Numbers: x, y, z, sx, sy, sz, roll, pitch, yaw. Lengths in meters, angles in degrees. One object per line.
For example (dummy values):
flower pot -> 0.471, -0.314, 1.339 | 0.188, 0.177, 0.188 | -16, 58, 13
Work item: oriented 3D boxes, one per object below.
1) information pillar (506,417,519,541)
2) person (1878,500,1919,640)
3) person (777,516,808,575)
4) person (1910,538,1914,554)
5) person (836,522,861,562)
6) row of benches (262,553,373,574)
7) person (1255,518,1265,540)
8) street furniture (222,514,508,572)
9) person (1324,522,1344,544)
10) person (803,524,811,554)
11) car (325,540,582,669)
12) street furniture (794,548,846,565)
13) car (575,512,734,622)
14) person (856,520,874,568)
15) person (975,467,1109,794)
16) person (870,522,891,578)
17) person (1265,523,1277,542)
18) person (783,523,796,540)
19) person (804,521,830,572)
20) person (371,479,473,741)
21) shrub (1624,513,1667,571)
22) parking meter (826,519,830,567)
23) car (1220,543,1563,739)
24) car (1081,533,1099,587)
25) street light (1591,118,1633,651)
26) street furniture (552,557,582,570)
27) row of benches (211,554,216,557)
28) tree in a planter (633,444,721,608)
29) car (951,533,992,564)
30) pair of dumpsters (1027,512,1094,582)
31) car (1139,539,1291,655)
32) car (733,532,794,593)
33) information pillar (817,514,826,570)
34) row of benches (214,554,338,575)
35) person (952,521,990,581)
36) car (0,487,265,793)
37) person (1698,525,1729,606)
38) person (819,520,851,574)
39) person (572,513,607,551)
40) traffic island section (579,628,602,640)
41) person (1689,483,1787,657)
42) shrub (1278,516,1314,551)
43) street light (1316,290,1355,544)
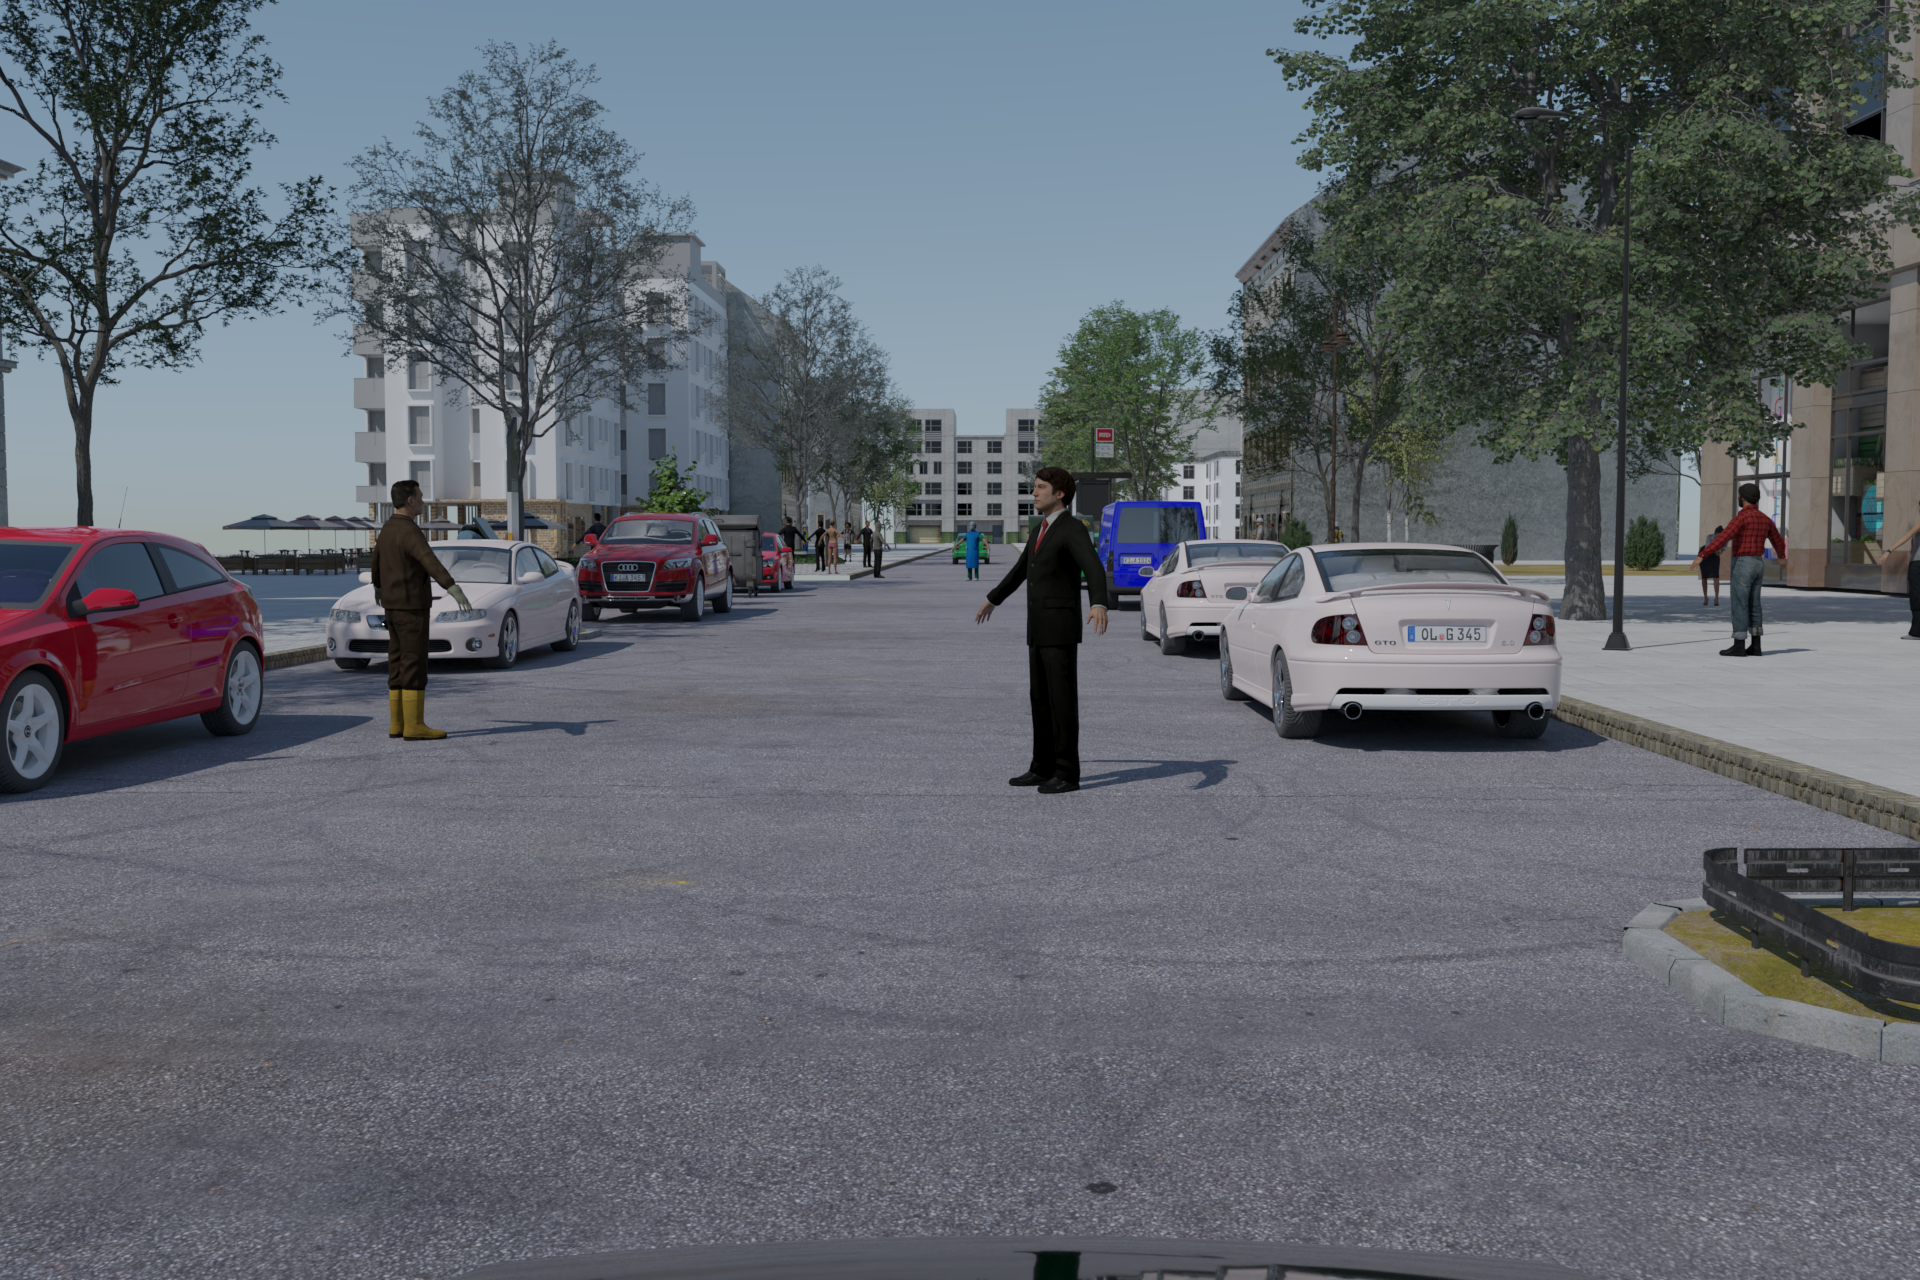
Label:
information pillar -> -8.867, -2.631, 34.373 | 0.183, 3.616, 0.504 | 0, 4, 2
person -> 11.662, -0.872, 21.070 | 1.217, 1.737, 0.721 | -1, 4, -21
person -> -5.361, -2.950, 54.171 | 1.347, 1.837, 0.705 | -2, 4, -27
person -> 17.494, -1.555, 31.206 | 1.343, 1.855, 0.704 | -2, 4, -29
person -> -5.140, -4.462, 79.092 | 1.345, 1.843, 0.704 | 1, 4, 17
row of benches -> -20.654, -2.498, 56.308 | 4.104, 0.672, 1.422 | -1, 4, -17
person -> 10.388, -3.322, 60.175 | 0.705, 1.847, 1.347 | 1, 4, 18
street furniture -> -26.797, -4.095, 71.988 | 14.083, 1.986, 27.439 | 0, 4, 8
person -> 17.680, -4.636, 81.564 | 1.354, 1.858, 0.705 | -3, 5, -39
person -> -7.370, -4.724, 83.698 | 0.721, 1.772, 1.216 | 0, 4, 7
car -> -5.670, -0.462, 19.912 | 2.083, 1.381, 4.827 | 0, 4, 1
street furniture -> -9.879, -3.499, 72.834 | 10.072, 0.657, 5.734 | -2, 4, -25
car -> -5.223, -1.309, 30.075 | 2.281, 1.827, 5.304 | 0, 4, 1
person -> -3.521, -3.668, 66.189 | 1.346, 1.802, 0.704 | -3, 5, -45
person -> 0.498, -0.066, 9.722 | 0.705, 1.806, 1.347 | -2, 4, -28
person -> -2.641, -2.924, 56.394 | 0.705, 1.813, 1.348 | -2, 4, -28
person -> 14.793, -4.645, 82.219 | 0.705, 1.796, 1.348 | 2, 4, 34
person -> -8.527, -5.095, 89.090 | 1.354, 1.856, 0.705 | -3, 5, -44
person -> -4.797, -3.188, 58.838 | 1.216, 1.740, 0.721 | -3, 5, -41
person -> -3.831, -0.215, 12.114 | 0.704, 1.812, 1.346 | -3, 5, -43
shrub -> 23.867, -3.430, 60.495 | 1.690, 2.028, 1.600 | 0, 3, 0
parking meter -> -5.285, -3.791, 67.700 | 0.399, 1.863, 0.255 | 0, 4, 2
car -> 3.180, -0.070, 13.510 | 2.083, 1.381, 4.827 | 0, 4, 1
car -> 3.794, -2.276, 46.008 | 1.959, 1.807, 4.718 | 0, 4, 1
street light -> 7.822, -2.841, 18.984 | 1.470, 5.913, 1.316 | 0, 4, 1
street furniture -> -11.792, -2.793, 61.295 | 10.072, 0.657, 5.734 | -2, 4, -26
row of benches -> -26.287, -2.522, 56.703 | 4.104, 0.672, 1.422 | 1, 4, 10
tree in a planter -> -5.735, -2.275, 34.422 | 1.991, 3.239, 1.994 | 0, 4, 1
car -> 0.543, -4.561, 83.364 | 1.959, 1.807, 4.718 | 0, 4, 1
pair of dumpsters -> 4.210, -2.845, 51.460 | 4.436, 2.255, 1.574 | 0, 3, 0
car -> 3.340, -0.579, 21.831 | 2.083, 1.381, 4.827 | 0, 4, 1
car -> -5.251, -2.115, 43.619 | 2.155, 1.783, 4.494 | 0, 4, 1
information pillar -> -5.006, -3.545, 62.451 | 0.304, 2.012, 0.304 | 0, 4, 1
row of benches -> -21.428, -2.382, 54.407 | 4.104, 0.672, 1.422 | 1, 4, 12
person -> 0.376, -2.711, 52.915 | 1.347, 1.817, 0.704 | 2, 4, 31
car -> -6.007, -0.115, 10.917 | 2.155, 1.783, 4.494 | 0, 4, 1
person -> 13.467, -1.330, 30.972 | 0.628, 1.438, 0.799 | -1, 4, -23
person -> -4.040, -2.985, 55.615 | 1.217, 1.733, 0.721 | 2, 4, 29
person -> -9.235, -2.326, 44.077 | 1.345, 1.823, 0.704 | -3, 5, -42
traffic island section -> -6.039, -0.063, 23.891 | 1.991, 0.108, 1.994 | 0, 4, 1
person -> 8.235, -0.738, 18.180 | 1.345, 1.816, 0.704 | -2, 4, -24
shrub -> 14.157, -4.227, 73.148 | 1.661, 2.075, 1.752 | 0, 3, 0
street light -> 7.125, -3.682, 32.996 | 0.468, 5.910, 1.993 | 0, 4, 2
